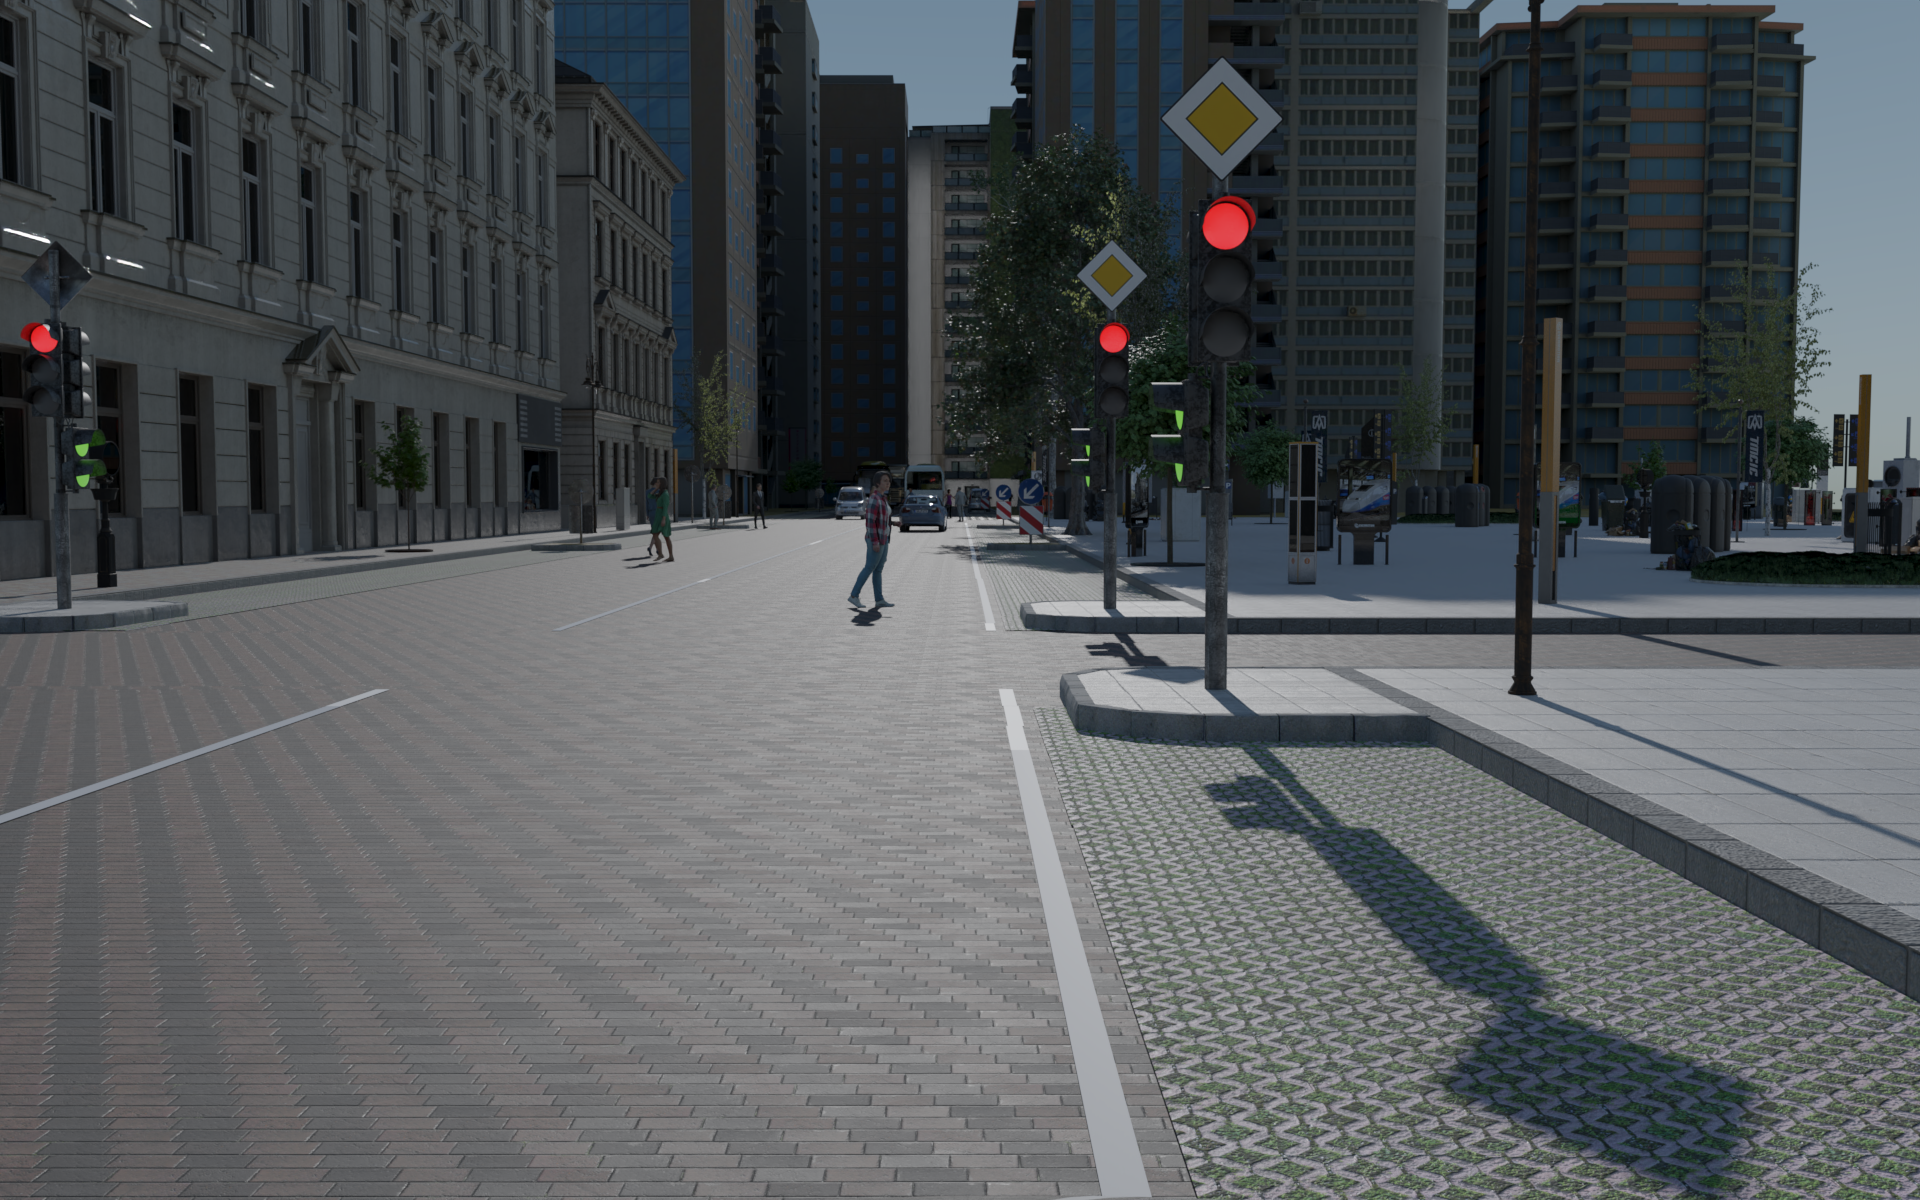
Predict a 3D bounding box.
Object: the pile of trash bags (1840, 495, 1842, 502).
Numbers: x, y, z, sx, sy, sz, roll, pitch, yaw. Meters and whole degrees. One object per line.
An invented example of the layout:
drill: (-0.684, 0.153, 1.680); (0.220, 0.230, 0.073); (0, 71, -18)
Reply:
pile of trash bags: (34.555, -3.402, 65.370); (1.912, 1.369, 3.447); (3, 4, 36)

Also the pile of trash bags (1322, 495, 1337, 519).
pile of trash bags: (19.082, -4.862, 89.241); (1.912, 1.369, 3.447); (-3, 5, -40)

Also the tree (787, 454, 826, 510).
tree: (-12.501, -9.641, 141.351); (4.285, 4.588, 4.351); (0, 3, 0)

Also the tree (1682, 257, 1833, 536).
tree: (24.618, -6.275, 52.963); (4.737, 8.622, 4.395); (0, 3, 0)

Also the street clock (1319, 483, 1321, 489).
street clock: (17.886, -5.039, 86.963); (0.471, 2.002, 0.358); (1, 4, 19)

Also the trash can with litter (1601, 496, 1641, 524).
trash can with litter: (28.516, -3.844, 73.912); (2.233, 1.210, 1.678); (1, 4, 12)

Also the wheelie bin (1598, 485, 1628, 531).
wheelie bin: (22.711, -3.207, 60.348); (0.980, 1.594, 0.693); (0, 4, 0)

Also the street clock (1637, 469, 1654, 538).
street clock: (19.889, -2.798, 50.310); (0.358, 2.002, 0.471); (-1, 4, -19)

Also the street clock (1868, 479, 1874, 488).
street clock: (44.339, -4.893, 84.577); (0.471, 2.002, 0.358); (3, 5, 44)

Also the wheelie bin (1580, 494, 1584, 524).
wheelie bin: (26.623, -4.119, 75.248); (0.693, 1.594, 0.980); (-1, 4, -15)

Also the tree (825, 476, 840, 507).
tree: (-12.932, -10.821, 171.530); (1.663, 3.219, 1.824); (0, 3, 0)

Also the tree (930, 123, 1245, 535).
tree: (3.766, -8.377, 53.964); (9.611, 12.733, 9.660); (0, 3, 0)

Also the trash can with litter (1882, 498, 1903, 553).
trash can with litter: (17.714, -1.346, 33.068); (1.678, 1.210, 2.233); (0, 4, 1)

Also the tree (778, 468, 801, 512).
tree: (-12.281, -7.973, 124.962); (1.663, 3.219, 1.824); (0, 3, 0)

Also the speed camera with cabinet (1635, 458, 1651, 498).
speed camera with cabinet: (37.589, -6.080, 93.748); (0.660, 3.252, 2.038); (-2, 4, -33)

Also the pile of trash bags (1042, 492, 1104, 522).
pile of trash bags: (5.505, -4.396, 81.630); (3.447, 1.369, 1.912); (1, 4, 11)

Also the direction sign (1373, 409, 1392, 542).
direction sign: (11.274, -3.320, 46.286); (0.379, 3.537, 0.876); (3, 5, 44)

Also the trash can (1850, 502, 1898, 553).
trash can: (16.132, -1.159, 30.610); (0.748, 1.137, 0.748); (0, 3, 0)

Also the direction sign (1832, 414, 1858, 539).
direction sign: (25.104, -3.493, 49.103); (0.876, 3.537, 0.379); (-1, 4, -13)

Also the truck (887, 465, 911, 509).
truck: (-6.076, -10.868, 166.604); (2.839, 4.237, 11.283); (0, 4, 2)

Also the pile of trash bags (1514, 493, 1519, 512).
pile of trash bags: (29.704, -4.925, 90.268); (1.912, 1.369, 3.447); (2, 4, 35)

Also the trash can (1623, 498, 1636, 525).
trash can: (23.693, -3.065, 61.764); (0.748, 1.137, 0.748); (0, 3, 0)

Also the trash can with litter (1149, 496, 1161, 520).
trash can with litter: (9.684, -4.510, 84.800); (2.233, 1.210, 1.678); (3, 5, 44)

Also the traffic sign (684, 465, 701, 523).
traffic sign: (-11.768, -4.645, 76.058); (0.768, 2.556, 0.104); (0, 4, 7)

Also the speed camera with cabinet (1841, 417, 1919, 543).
speed camera with cabinet: (23.921, -3.100, 45.023); (0.660, 3.252, 2.038); (-1, 4, -15)

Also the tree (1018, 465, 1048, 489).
tree: (4.266, -6.501, 100.894); (1.663, 3.219, 1.824); (0, 3, 0)

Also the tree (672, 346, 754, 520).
tree: (-12.648, -8.360, 87.049); (4.360, 8.622, 3.978); (0, 3, 0)

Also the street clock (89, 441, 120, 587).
street clock: (-11.758, -1.178, 23.823); (0.358, 2.002, 0.471); (0, 4, 2)

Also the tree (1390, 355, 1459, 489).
tree: (24.303, -8.665, 92.041); (4.737, 8.622, 4.395); (0, 3, 0)

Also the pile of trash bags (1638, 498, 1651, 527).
pile of trash bags: (27.687, -3.517, 67.251); (1.912, 1.369, 3.447); (0, 4, 0)

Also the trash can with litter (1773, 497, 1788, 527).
trash can with litter: (32.287, -3.461, 67.972); (0.624, 1.170, 1.055); (1, 4, 12)

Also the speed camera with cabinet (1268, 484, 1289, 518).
speed camera with cabinet: (17.771, -6.107, 94.185); (2.038, 3.252, 0.660); (-1, 4, -19)

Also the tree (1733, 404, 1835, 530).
tree: (29.654, -4.787, 61.974); (4.285, 4.588, 4.351); (0, 3, 0)

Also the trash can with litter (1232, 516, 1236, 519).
trash can with litter: (13.977, -4.874, 90.754); (1.678, 1.210, 2.233); (3, 4, 38)

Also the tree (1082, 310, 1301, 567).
tree: (3.867, -2.894, 31.039); (4.285, 4.588, 4.351); (0, 3, 0)

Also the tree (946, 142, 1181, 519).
tree: (5.620, -14.414, 91.550); (12.611, 20.169, 13.585); (0, 3, 0)

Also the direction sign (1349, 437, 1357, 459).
direction sign: (15.621, -4.703, 68.895); (0.379, 3.537, 0.876); (2, 4, 33)

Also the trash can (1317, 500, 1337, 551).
trash can: (8.123, -1.678, 39.085); (0.748, 1.137, 0.748); (0, 3, 0)

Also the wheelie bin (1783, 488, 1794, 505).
wheelie bin: (43.567, -5.073, 90.848); (0.693, 1.594, 0.980); (0, 4, 7)

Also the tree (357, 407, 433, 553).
tree: (-12.224, -2.683, 38.476); (1.663, 3.219, 1.824); (0, 3, 0)

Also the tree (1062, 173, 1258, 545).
tree: (4.513, -5.507, 40.407); (4.360, 8.622, 3.978); (0, 3, 0)

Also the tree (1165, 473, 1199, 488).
tree: (9.670, -4.860, 74.056); (1.663, 3.219, 1.824); (0, 3, 0)

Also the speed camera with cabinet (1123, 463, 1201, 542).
speed camera with cabinet: (5.458, -3.209, 46.796); (2.038, 3.252, 0.660); (-1, 4, -9)

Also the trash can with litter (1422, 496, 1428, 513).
trash can with litter: (21.579, -4.213, 79.942); (1.678, 1.210, 2.233); (1, 4, 19)

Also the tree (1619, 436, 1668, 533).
tree: (22.844, -3.816, 56.996); (1.663, 3.219, 1.824); (0, 3, 0)

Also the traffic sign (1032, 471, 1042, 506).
traffic sign: (3.422, -4.514, 75.934); (0.606, 2.300, 0.079); (1, 4, 9)
